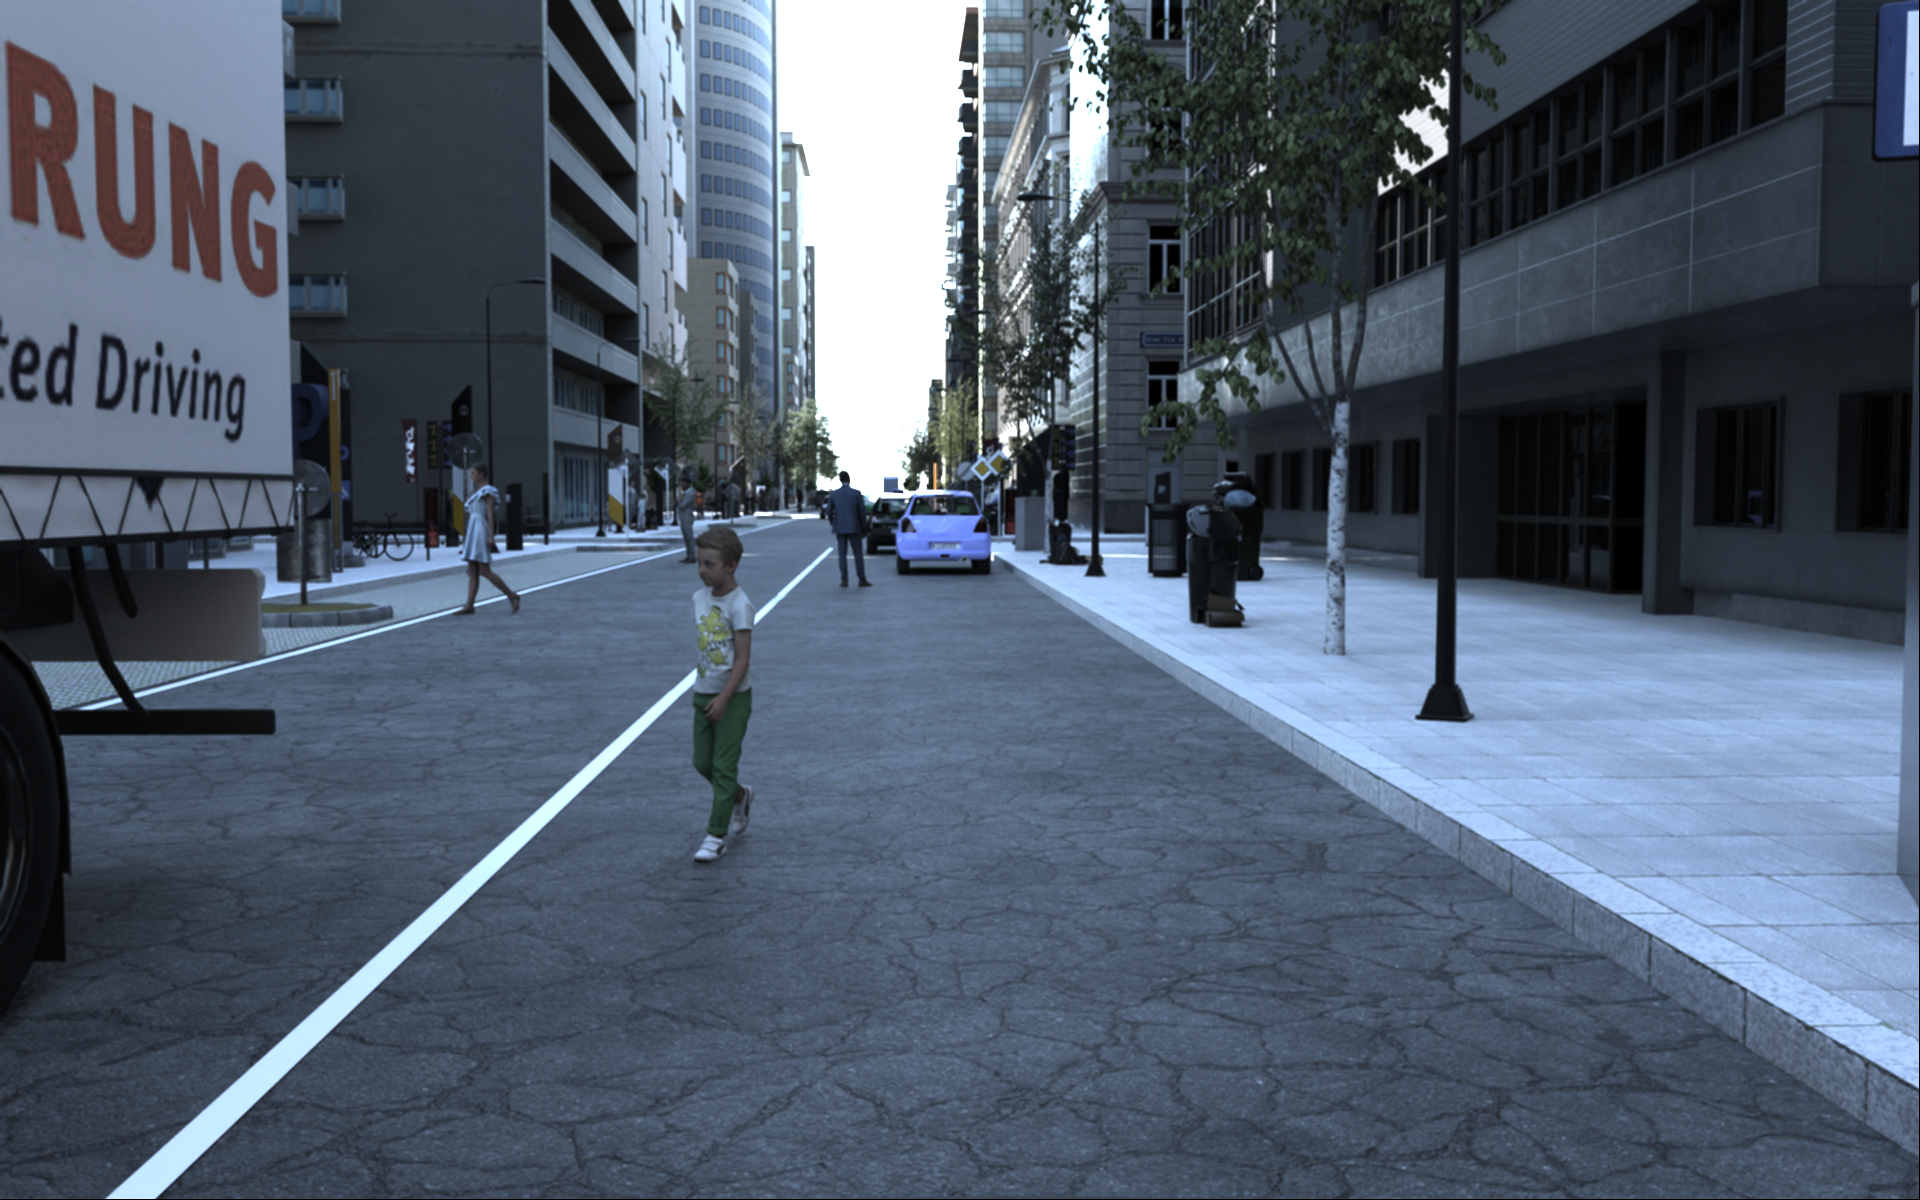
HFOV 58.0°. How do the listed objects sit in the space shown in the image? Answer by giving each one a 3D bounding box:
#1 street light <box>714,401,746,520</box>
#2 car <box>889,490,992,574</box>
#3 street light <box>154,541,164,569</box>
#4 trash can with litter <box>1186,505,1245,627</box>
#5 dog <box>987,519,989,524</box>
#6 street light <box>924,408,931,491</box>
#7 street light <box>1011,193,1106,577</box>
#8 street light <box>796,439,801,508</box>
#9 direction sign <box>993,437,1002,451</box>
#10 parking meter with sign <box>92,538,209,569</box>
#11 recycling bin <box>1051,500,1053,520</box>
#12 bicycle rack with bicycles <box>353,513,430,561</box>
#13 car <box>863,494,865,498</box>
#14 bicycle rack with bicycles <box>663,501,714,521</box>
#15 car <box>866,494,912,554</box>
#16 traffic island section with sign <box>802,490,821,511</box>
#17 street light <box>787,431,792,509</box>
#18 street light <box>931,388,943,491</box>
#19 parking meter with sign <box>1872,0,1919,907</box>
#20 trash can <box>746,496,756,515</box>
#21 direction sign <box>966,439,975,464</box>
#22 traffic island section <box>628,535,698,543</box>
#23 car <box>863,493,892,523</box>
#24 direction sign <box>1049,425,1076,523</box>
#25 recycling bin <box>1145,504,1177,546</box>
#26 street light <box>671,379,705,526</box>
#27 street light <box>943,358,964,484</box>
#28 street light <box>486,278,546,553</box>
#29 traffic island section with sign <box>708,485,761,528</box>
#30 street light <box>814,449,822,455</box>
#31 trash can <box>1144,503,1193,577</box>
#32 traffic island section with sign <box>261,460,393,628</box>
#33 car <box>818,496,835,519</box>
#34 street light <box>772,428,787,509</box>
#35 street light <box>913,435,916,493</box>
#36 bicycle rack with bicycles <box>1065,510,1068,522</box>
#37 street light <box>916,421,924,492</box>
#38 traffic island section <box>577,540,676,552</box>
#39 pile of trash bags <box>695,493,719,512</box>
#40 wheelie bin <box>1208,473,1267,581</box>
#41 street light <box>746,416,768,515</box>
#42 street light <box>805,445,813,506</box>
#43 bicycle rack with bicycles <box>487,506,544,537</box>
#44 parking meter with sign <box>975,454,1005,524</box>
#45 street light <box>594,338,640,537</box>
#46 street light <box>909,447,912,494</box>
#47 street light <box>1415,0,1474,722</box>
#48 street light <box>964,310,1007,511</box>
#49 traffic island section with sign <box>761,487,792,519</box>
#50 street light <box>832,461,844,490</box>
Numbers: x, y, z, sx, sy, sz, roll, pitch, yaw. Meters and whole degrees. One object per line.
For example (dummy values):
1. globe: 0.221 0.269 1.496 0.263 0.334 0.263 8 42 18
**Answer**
1. street light: -11.689 -6.987 86.778 1.470 5.913 1.316 0 4 -2
2. car: -0.345 -1.383 32.200 1.945 1.707 3.694 0 4 -3
3. street light: -8.994 -2.932 20.479 1.470 5.913 1.316 0 4 -2
4. trash can with litter: 2.593 -0.347 17.060 0.624 1.170 1.055 0 4 -6
5. dog: 1.327 -3.396 73.266 0.748 0.427 0.550 1 4 23
6. street light: -1.051 -7.380 93.204 1.470 5.913 1.316 0 4 -2
7. street light: 1.573 -3.324 26.895 1.470 5.913 1.316 0 4 -2
8. street light: -14.034 -10.609 145.998 1.470 5.913 1.316 0 4 -2
9. direction sign: 1.453 -4.740 69.489 0.379 3.537 0.876 1 4 16
10. parking meter with sign: -11.199 -1.701 24.071 0.543 3.016 1.738 2 4 27
11. recycling bin: 4.050 -4.154 80.471 0.722 1.027 0.722 0 4 -2
12. bicycle rack with bicycles: -11.733 -1.220 33.328 2.852 0.926 2.925 3 5 40
13. car: -11.131 -11.228 192.616 2.155 1.783 4.494 0 4 -3
14. bicycle rack with bicycles: -13.135 -4.297 83.645 2.852 0.926 2.925 -2 4 -29
15. car: -1.438 -2.018 42.777 2.009 1.686 4.222 0 4 -2
16. traffic island section with sign: -12.870 -8.764 151.925 1.989 1.847 2.006 0 4 -2
17. street light: -13.326 -9.531 128.367 1.470 5.913 1.316 0 4 -2
18. street light: -0.395 -6.345 76.276 1.470 5.913 1.316 0 4 -2
19. parking meter with sign: 3.222 -0.560 5.410 0.543 3.016 1.738 1 4 22
20. trash can: -12.790 -5.737 105.453 0.748 1.137 0.748 0 3 0
21. direction sign: 0.428 -4.881 71.796 0.379 3.537 0.876 1 4 23
22. traffic island section: -8.812 -1.819 52.016 2.009 0.180 2.903 0 4 -2
23. car: -3.077 -3.586 67.419 1.959 1.807 4.718 0 4 -3
24. direction sign: 3.356 -3.971 56.915 0.876 3.537 0.379 0 4 -5
25. recycling bin: 4.979 -1.845 42.721 0.722 1.027 0.722 1 4 14
26. street light: -10.952 -5.944 69.729 1.470 5.913 1.316 0 4 -2
27. street light: 0.251 -5.305 59.279 1.470 5.913 1.316 0 4 -2
28. street light: -9.615 -3.967 37.410 1.470 5.913 1.316 0 4 -2
29. traffic island section with sign: -9.714 -4.002 74.054 1.989 1.847 2.006 0 4 -2
30. street light: -15.345 -12.680 179.856 1.470 5.913 1.316 0 4 -2
31. trash can: 3.221 -0.927 26.817 0.748 1.137 0.748 0 3 0
32. traffic island section with sign: -7.487 -0.656 19.357 1.989 1.847 2.006 0 4 -2
33. car: -7.294 -5.428 101.329 1.945 1.354 3.894 0 4 -2
34. street light: -13.028 -9.079 120.986 1.470 5.913 1.316 0 4 -2
35. street light: -2.511 -9.469 127.359 1.470 5.913 1.316 0 4 -2
36. bicycle rack with bicycles: 5.610 -3.588 72.045 2.925 0.926 2.852 0 4 5
37. street light: -1.865 -8.434 110.429 1.470 5.913 1.316 0 4 -2
38. traffic island section: -8.489 -1.331 44.037 2.009 0.180 2.903 0 4 -2
39. pile of trash bags: -17.893 -7.096 125.775 3.447 1.369 1.912 2 4 34
40. wheelie bin: 4.103 -1.087 25.681 0.693 1.594 0.980 -1 4 -22
41. street light: -12.344 -8.022 103.707 1.470 5.913 1.316 0 4 -2
42. street light: -14.737 -11.644 162.925 1.470 5.913 1.316 0 4 -2
43. bicycle rack with bicycles: -13.971 -2.409 52.771 2.852 0.926 2.925 0 4 7
44. parking meter with sign: 1.557 -4.846 75.489 1.738 3.016 0.543 2 4 25
45. street light: -10.219 -4.842 51.715 1.470 5.913 1.316 0 4 -2
46. street light: -3.511 -11.004 152.457 1.470 5.913 1.316 0 4 -2
47. street light: 2.233 -2.274 9.718 1.470 5.913 1.316 0 4 -2
48. street light: 0.941 -4.360 43.825 1.470 5.913 1.316 0 4 -2
49. traffic island section with sign: -10.803 -5.649 100.987 1.989 1.847 2.006 0 4 -2
50. street light: -18.835 -17.786 263.334 1.470 5.913 1.316 0 4 -2
